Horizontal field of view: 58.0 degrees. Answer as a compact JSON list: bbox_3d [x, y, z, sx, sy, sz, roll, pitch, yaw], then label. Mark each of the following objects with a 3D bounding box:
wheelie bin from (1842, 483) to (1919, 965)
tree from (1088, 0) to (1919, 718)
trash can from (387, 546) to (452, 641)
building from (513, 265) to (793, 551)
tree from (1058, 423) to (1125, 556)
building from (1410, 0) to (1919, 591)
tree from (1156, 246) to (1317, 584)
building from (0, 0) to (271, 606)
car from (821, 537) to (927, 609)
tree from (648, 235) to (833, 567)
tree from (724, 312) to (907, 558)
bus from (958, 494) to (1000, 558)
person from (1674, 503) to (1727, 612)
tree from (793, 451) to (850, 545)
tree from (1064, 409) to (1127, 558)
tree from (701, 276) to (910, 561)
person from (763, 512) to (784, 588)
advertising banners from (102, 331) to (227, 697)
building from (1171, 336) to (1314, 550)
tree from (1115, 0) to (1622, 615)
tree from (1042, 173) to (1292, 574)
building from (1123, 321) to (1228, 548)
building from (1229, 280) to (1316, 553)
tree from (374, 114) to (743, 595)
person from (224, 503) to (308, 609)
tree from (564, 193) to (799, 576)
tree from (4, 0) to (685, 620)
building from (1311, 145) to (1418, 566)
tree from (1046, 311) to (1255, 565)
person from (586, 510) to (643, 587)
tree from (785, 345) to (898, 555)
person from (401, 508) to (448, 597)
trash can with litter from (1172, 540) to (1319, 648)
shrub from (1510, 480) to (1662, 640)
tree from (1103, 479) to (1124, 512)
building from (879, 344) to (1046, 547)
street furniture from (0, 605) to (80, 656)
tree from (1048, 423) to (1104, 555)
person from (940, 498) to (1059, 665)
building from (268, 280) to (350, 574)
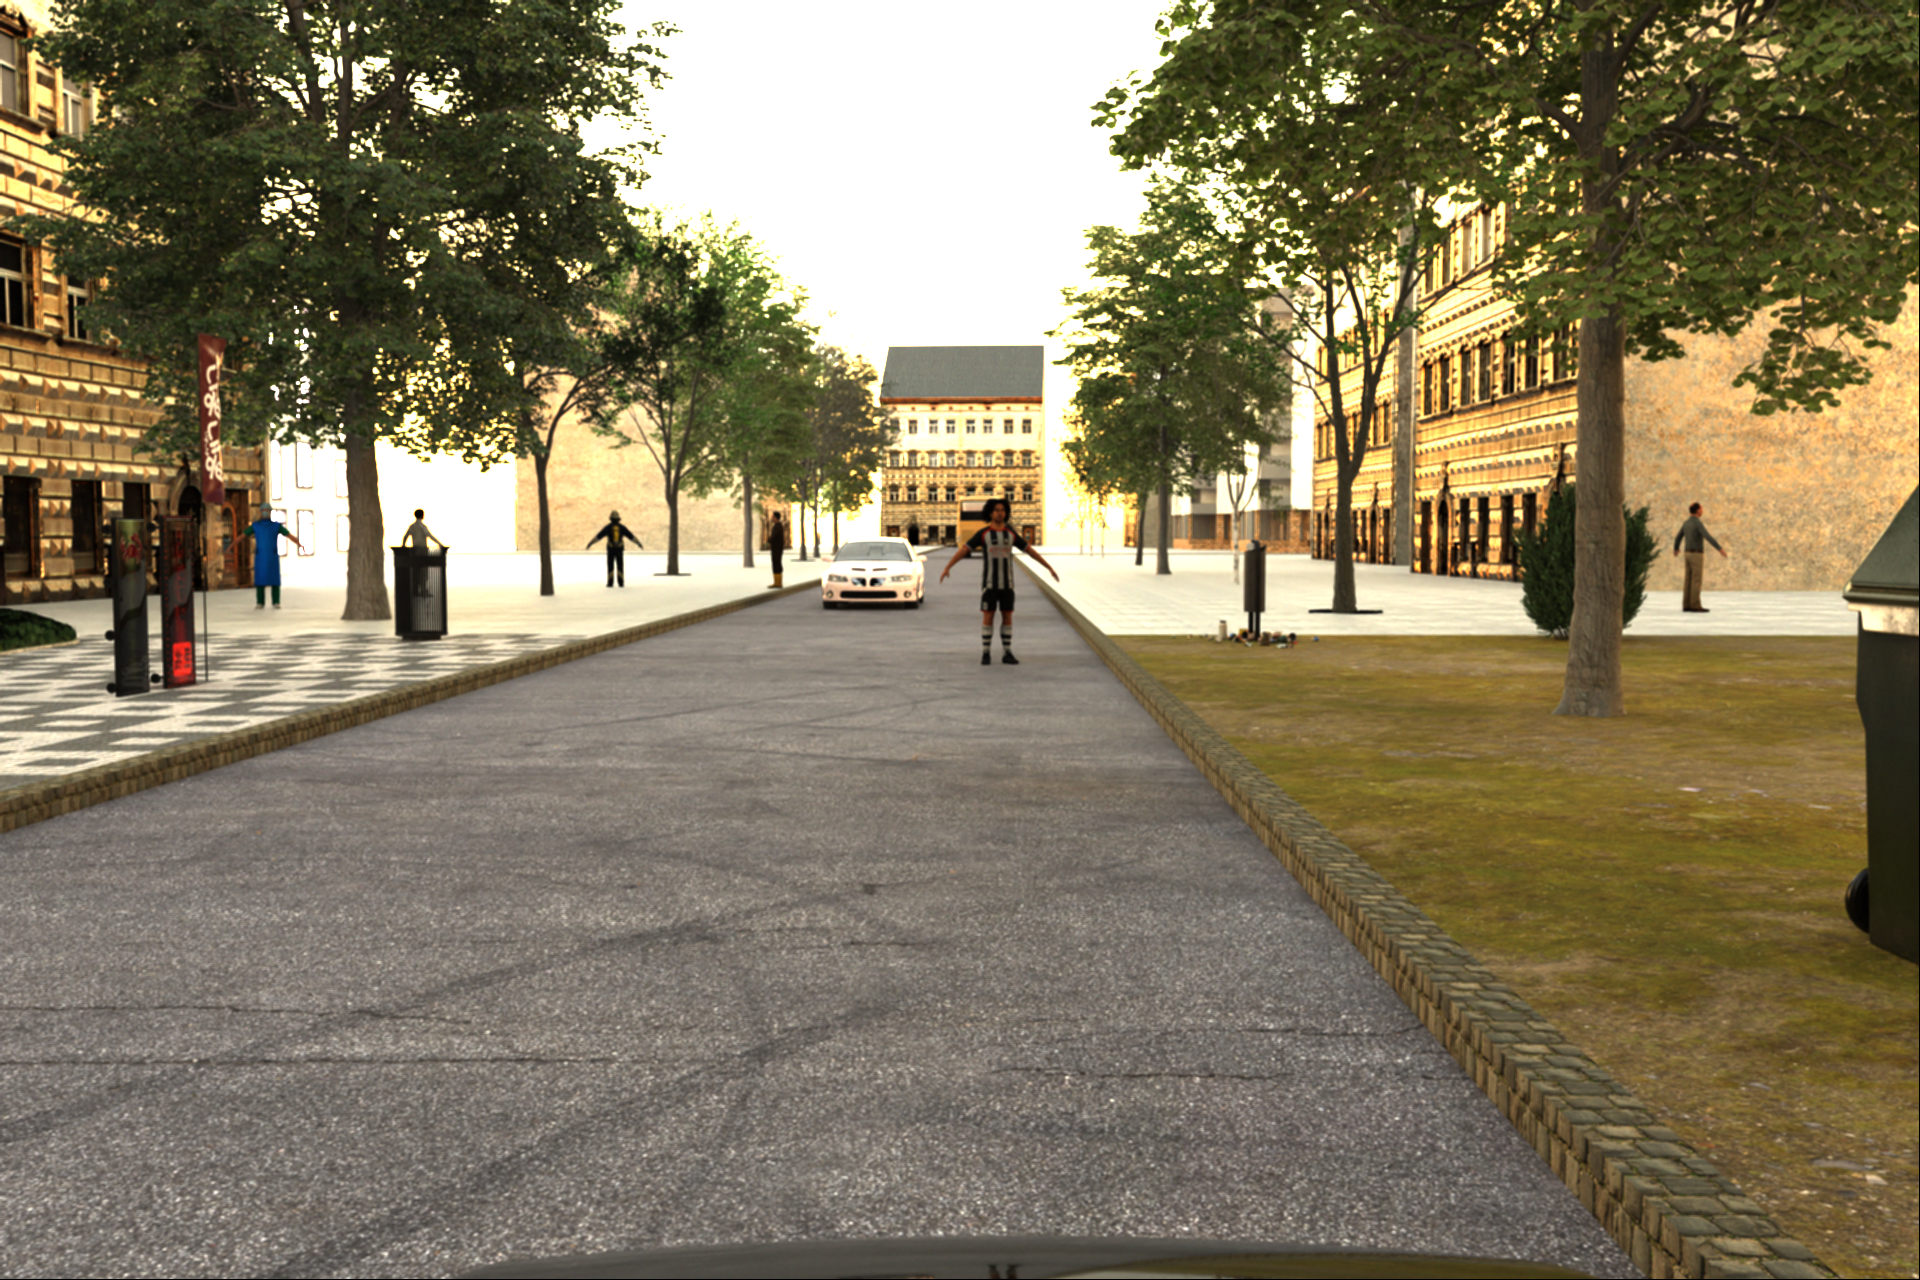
[{"bbox_3d":[3.118,0.166,5.199,0.693,1.594,0.980,0,3,0],"label":"wheelie bin"},{"bbox_3d":[4.466,-5.766,12.402,7.486,12.596,7.792,0,3,0],"label":"tree"},{"bbox_3d":[-6.523,-0.569,20.950,0.748,1.137,0.748,0,3,0],"label":"trash can"},{"bbox_3d":[-23.813,-18.781,137.997,19.493,23.208,18.063,0,4,2],"label":"building"},{"bbox_3d":[7.800,-9.112,99.344,4.737,8.622,4.395,0,3,0],"label":"tree"},{"bbox_3d":[23.951,-13.223,47.132,19.493,23.208,18.063,0,4,1],"label":"building"},{"bbox_3d":[7.120,-5.745,44.288,4.360,8.622,3.978,0,3,0],"label":"tree"},{"bbox_3d":[-26.165,-12.317,32.304,19.493,23.208,18.063,0,4,2],"label":"building"},{"bbox_3d":[-1.693,-1.372,34.786,2.083,1.381,4.827,0,4,1],"label":"car"},{"bbox_3d":[-8.388,-9.046,66.033,7.486,12.596,7.792,0,3,0],"label":"tree"},{"bbox_3d":[-7.952,-11.231,93.998,12.009,13.543,11.850,0,3,0],"label":"tree"},{"bbox_3d":[1.276,-7.034,106.549,2.896,3.916,12.252,0,4,1],"label":"bus"},{"bbox_3d":[12.113,-1.360,28.512,0.705,1.796,1.348,-1,4,-11],"label":"person"},{"bbox_3d":[-15.572,-17.087,197.495,7.486,12.596,7.792,0,3,0],"label":"tree"},{"bbox_3d":[7.565,-8.649,91.767,4.360,8.622,3.978,0,3,0],"label":"tree"},{"bbox_3d":[-7.538,-10.518,82.335,12.009,13.543,11.850,0,3,0],"label":"tree"},{"bbox_3d":[-4.371,-2.134,41.031,0.704,1.812,1.346,1,4,9],"label":"person"},{"bbox_3d":[-6.578,-1.118,14.475,0.090,3.025,2.074,0,4,3],"label":"advertising banners"},{"bbox_3d":[24.160,-18.240,154.636,16.016,20.090,11.380,0,4,1],"label":"building"},{"bbox_3d":[6.387,-6.248,27.910,9.928,11.665,9.643,0,3,0],"label":"tree"},{"bbox_3d":[6.476,-8.338,54.451,7.486,12.596,7.792,0,3,0],"label":"tree"},{"bbox_3d":[25.928,-20.653,168.598,19.493,23.208,18.063,0,4,1],"label":"building"},{"bbox_3d":[25.457,-16.701,129.484,16.016,20.090,11.380,0,4,1],"label":"building"},{"bbox_3d":[-8.633,-6.236,36.370,8.767,10.594,7.601,0,4,1],"label":"tree"},{"bbox_3d":[-11.934,-1.449,29.822,1.347,1.817,0.704,-1,4,-16],"label":"person"},{"bbox_3d":[-8.849,-7.799,53.262,9.928,11.665,9.643,0,3,0],"label":"tree"},{"bbox_3d":[-8.927,-7.271,25.540,9.857,13.997,8.962,0,3,0],"label":"tree"},{"bbox_3d":[26.979,-15.134,78.362,19.493,23.208,18.063,0,4,1],"label":"building"},{"bbox_3d":[7.492,-8.336,70.710,8.767,10.594,7.601,-2,4,-26],"label":"tree"},{"bbox_3d":[-8.383,-2.221,42.090,1.354,1.856,0.705,-1,4,-17],"label":"person"},{"bbox_3d":[-7.595,-11.378,104.153,7.486,12.596,7.792,0,3,0],"label":"tree"},{"bbox_3d":[-10.989,-1.783,35.333,1.347,1.806,0.705,2,4,33],"label":"person"},{"bbox_3d":[3.449,-0.581,20.550,1.678,1.210,2.233,0,4,1],"label":"trash can with litter"},{"bbox_3d":[7.602,-1.041,21.063,1.661,2.075,1.752,0,3,0],"label":"shrub"},{"bbox_3d":[20.477,-17.701,199.778,12.009,13.543,11.850,0,3,0],"label":"tree"},{"bbox_3d":[0.723,-22.410,199.790,18.063,23.208,19.493,0,4,4],"label":"building"},{"bbox_3d":[-11.434,-0.028,16.079,5.734,0.657,10.072,-1,4,-18],"label":"street furniture"},{"bbox_3d":[7.350,-9.424,104.443,4.360,8.622,3.978,0,3,0],"label":"tree"},{"bbox_3d":[0.421,-0.641,19.083,1.345,1.843,0.704,-1,4,-13],"label":"person"},{"bbox_3d":[-25.957,-7.173,59.430,9.099,9.664,28.070,0,3,0],"label":"building"}]
